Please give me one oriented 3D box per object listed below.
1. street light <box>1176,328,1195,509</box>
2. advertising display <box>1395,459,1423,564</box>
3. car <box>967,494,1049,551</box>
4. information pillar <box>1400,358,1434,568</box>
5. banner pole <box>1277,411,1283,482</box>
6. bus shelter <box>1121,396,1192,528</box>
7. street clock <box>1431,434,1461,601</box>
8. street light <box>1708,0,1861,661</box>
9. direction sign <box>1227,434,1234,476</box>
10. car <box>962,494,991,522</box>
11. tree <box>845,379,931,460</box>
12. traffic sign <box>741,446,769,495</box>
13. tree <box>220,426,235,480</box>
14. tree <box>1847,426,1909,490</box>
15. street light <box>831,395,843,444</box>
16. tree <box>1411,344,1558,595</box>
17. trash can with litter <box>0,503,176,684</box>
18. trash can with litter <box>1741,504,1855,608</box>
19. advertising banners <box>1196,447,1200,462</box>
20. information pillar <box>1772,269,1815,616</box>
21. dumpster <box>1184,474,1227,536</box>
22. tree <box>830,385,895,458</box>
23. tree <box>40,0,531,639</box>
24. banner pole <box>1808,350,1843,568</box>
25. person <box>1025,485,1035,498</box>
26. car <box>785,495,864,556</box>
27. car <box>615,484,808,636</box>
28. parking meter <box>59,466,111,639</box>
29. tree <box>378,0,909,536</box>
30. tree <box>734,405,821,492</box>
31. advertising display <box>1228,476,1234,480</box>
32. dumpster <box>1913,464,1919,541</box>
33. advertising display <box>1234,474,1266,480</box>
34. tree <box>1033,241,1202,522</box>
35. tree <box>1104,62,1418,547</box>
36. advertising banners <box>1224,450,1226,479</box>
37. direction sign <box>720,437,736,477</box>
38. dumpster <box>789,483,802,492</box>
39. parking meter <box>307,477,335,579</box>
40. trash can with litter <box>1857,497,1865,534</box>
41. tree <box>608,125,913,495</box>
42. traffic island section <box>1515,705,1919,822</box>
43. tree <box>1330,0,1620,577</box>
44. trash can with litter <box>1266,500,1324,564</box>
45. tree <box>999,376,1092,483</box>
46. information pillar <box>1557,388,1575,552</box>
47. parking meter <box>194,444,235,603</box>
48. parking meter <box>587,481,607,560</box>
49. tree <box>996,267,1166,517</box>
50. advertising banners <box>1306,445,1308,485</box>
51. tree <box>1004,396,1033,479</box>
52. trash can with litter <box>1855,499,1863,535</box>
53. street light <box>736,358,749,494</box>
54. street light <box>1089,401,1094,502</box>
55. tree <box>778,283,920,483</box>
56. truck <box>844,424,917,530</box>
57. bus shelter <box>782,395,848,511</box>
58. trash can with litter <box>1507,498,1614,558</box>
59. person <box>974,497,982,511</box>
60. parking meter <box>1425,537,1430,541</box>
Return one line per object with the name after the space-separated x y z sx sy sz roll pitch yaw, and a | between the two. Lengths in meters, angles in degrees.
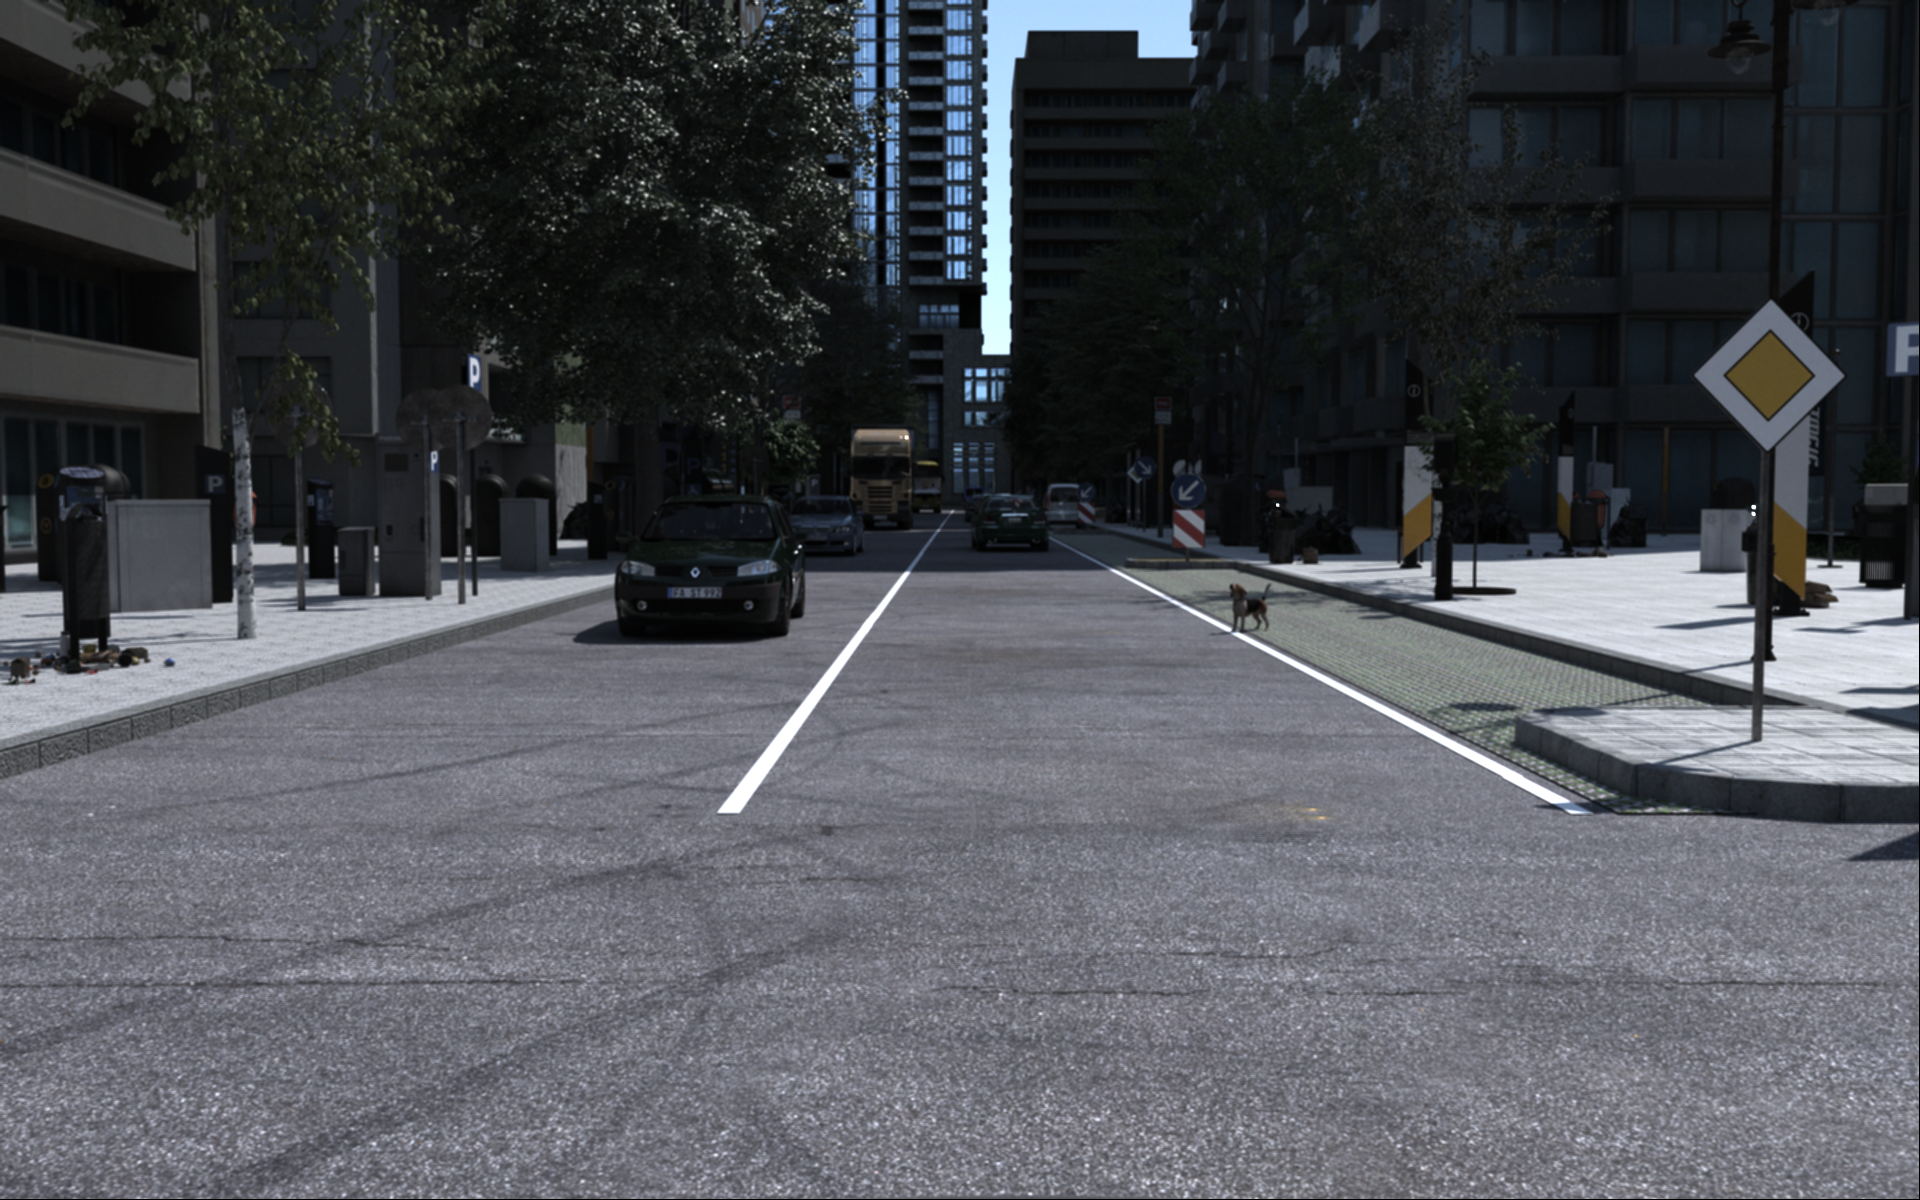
6.317 -4.610 48.163 0.468 5.910 1.993 0 4 0 | street light
8.387 -1.650 32.187 0.123 1.923 0.974 3 5 43 | advertising display
1.266 -2.013 44.709 2.131 1.459 4.920 0 4 -2 | car
7.905 -2.360 29.939 0.504 3.616 0.183 0 4 3 | information pillar
9.625 -3.807 52.256 0.401 3.779 0.863 1 4 16 | banner pole
7.630 -5.581 68.876 2.179 5.291 8.768 0 4 0 | bus shelter
5.848 -0.998 20.880 0.358 2.002 0.471 2 4 24 | street clock
6.209 -2.472 13.203 0.468 5.910 1.993 0 4 0 | street light
10.212 -4.493 65.464 0.379 3.537 0.876 0 4 -6 | direction sign
1.189 -4.740 89.290 2.131 1.459 4.920 0 4 -1 | car
-6.435 -13.869 152.518 9.928 11.665 9.643 0 3 0 | tree
-5.484 -2.825 46.290 0.768 2.556 0.104 0 4 7 | traffic sign
-18.667 -2.951 42.853 1.663 3.219 1.824 0 3 0 | tree
26.274 -3.370 49.694 1.663 3.219 1.824 0 3 0 | tree
-5.643 -6.531 79.570 0.468 5.910 1.993 0 4 0 | street light
6.669 -1.709 22.543 1.663 3.219 1.824 0 3 0 | tree
-6.675 -0.100 12.696 1.678 1.210 2.233 0 4 -4 | trash can with litter
9.565 -0.522 19.926 0.624 1.170 1.055 -2 4 -35 | trash can with litter
8.886 -4.116 63.486 0.090 3.025 2.074 0 4 -4 | advertising banners
8.669 -1.640 18.165 0.504 3.616 0.183 0 4 2 | information pillar
7.351 -2.809 51.681 1.264 1.857 1.865 0 3 0 | dumpster
-6.409 -9.798 110.558 4.360 8.622 3.978 0 3 0 | tree
-6.100 -3.964 15.169 4.737 8.622 4.395 0 3 0 | tree
15.100 -2.468 30.374 0.401 3.779 0.863 -2 4 -30 | banner pole
2.370 -3.150 60.757 0.760 1.731 0.466 2 4 35 | person
-3.258 -1.799 41.408 2.014 1.417 4.499 0 4 1 | car
-2.621 -0.548 18.750 2.009 1.686 4.222 0 4 -2 | car
-7.807 -0.431 15.451 0.372 1.533 0.369 0 3 0 | parking meter
-5.794 -7.658 31.869 9.857 13.997 8.962 0 3 0 | tree
-6.786 -4.912 64.023 4.285 4.588 4.351 0 3 0 | tree
10.025 -3.459 61.768 0.974 1.923 0.123 1 4 10 | advertising display
6.722 -0.454 9.923 1.502 2.255 1.985 0 4 0 | dumpster
9.610 -3.177 57.155 0.974 1.923 0.123 2 4 31 | advertising display
7.189 -9.792 78.227 7.486 12.596 7.792 0 3 0 | tree
7.223 -7.117 42.114 9.928 11.665 9.643 0 3 0 | tree
10.438 -4.409 68.280 0.090 3.025 2.074 1 4 10 | advertising banners
-9.288 -4.738 69.464 0.876 3.537 0.379 3 5 40 | direction sign
-7.642 -4.584 80.700 1.264 1.857 1.865 0 4 0 | dumpster
-9.689 -1.092 26.264 0.372 1.533 0.369 0 3 0 | parking meter
22.654 -2.003 43.801 1.678 1.210 2.233 -2 4 -30 | trash can with litter
-6.433 -8.868 55.355 12.009 13.543 11.850 0 3 0 | tree
4.164 0.811 9.020 2.009 0.180 2.903 0 4 0 | traffic island section
7.422 -4.646 26.324 4.360 8.622 3.978 0 3 0 | tree
6.196 -1.263 32.037 1.055 1.170 0.624 1 4 9 | trash can with litter
6.687 -11.189 117.351 8.767 10.594 7.601 1 4 9 | tree
13.408 -2.872 38.314 0.504 3.616 0.183 -3 5 -39 | information pillar
-8.784 -0.900 20.431 0.399 1.863 0.255 -2 4 -33 | parking meter
-7.137 -1.569 34.069 0.372 1.533 0.369 0 3 0 | parking meter
7.434 -11.716 98.213 9.857 13.997 8.962 0 3 0 | tree
12.571 -4.070 62.732 0.090 3.025 2.074 1 4 12 | advertising banners
7.371 -14.187 150.078 7.486 12.596 7.792 0 3 0 | tree
24.521 -2.199 47.342 0.624 1.170 1.055 0 4 -5 | trash can with litter
-5.702 -4.382 44.440 0.468 5.910 1.993 0 4 0 | street light
6.359 -6.783 83.695 0.468 5.910 1.993 0 4 0 | street light
-5.930 -10.716 93.334 7.486 12.596 7.792 0 3 0 | tree
-3.151 -5.056 71.584 2.839 4.237 11.283 0 4 -1 | truck
-6.109 -5.838 73.083 2.179 5.291 8.768 0 4 0 | bus shelter
12.358 -1.495 35.501 2.233 1.210 1.678 1 4 10 | trash can with litter
0.829 -3.592 71.508 0.475 1.303 0.640 -1 4 -12 | person
12.621 -2.368 47.131 0.372 1.533 0.369 0 3 0 | parking meter
